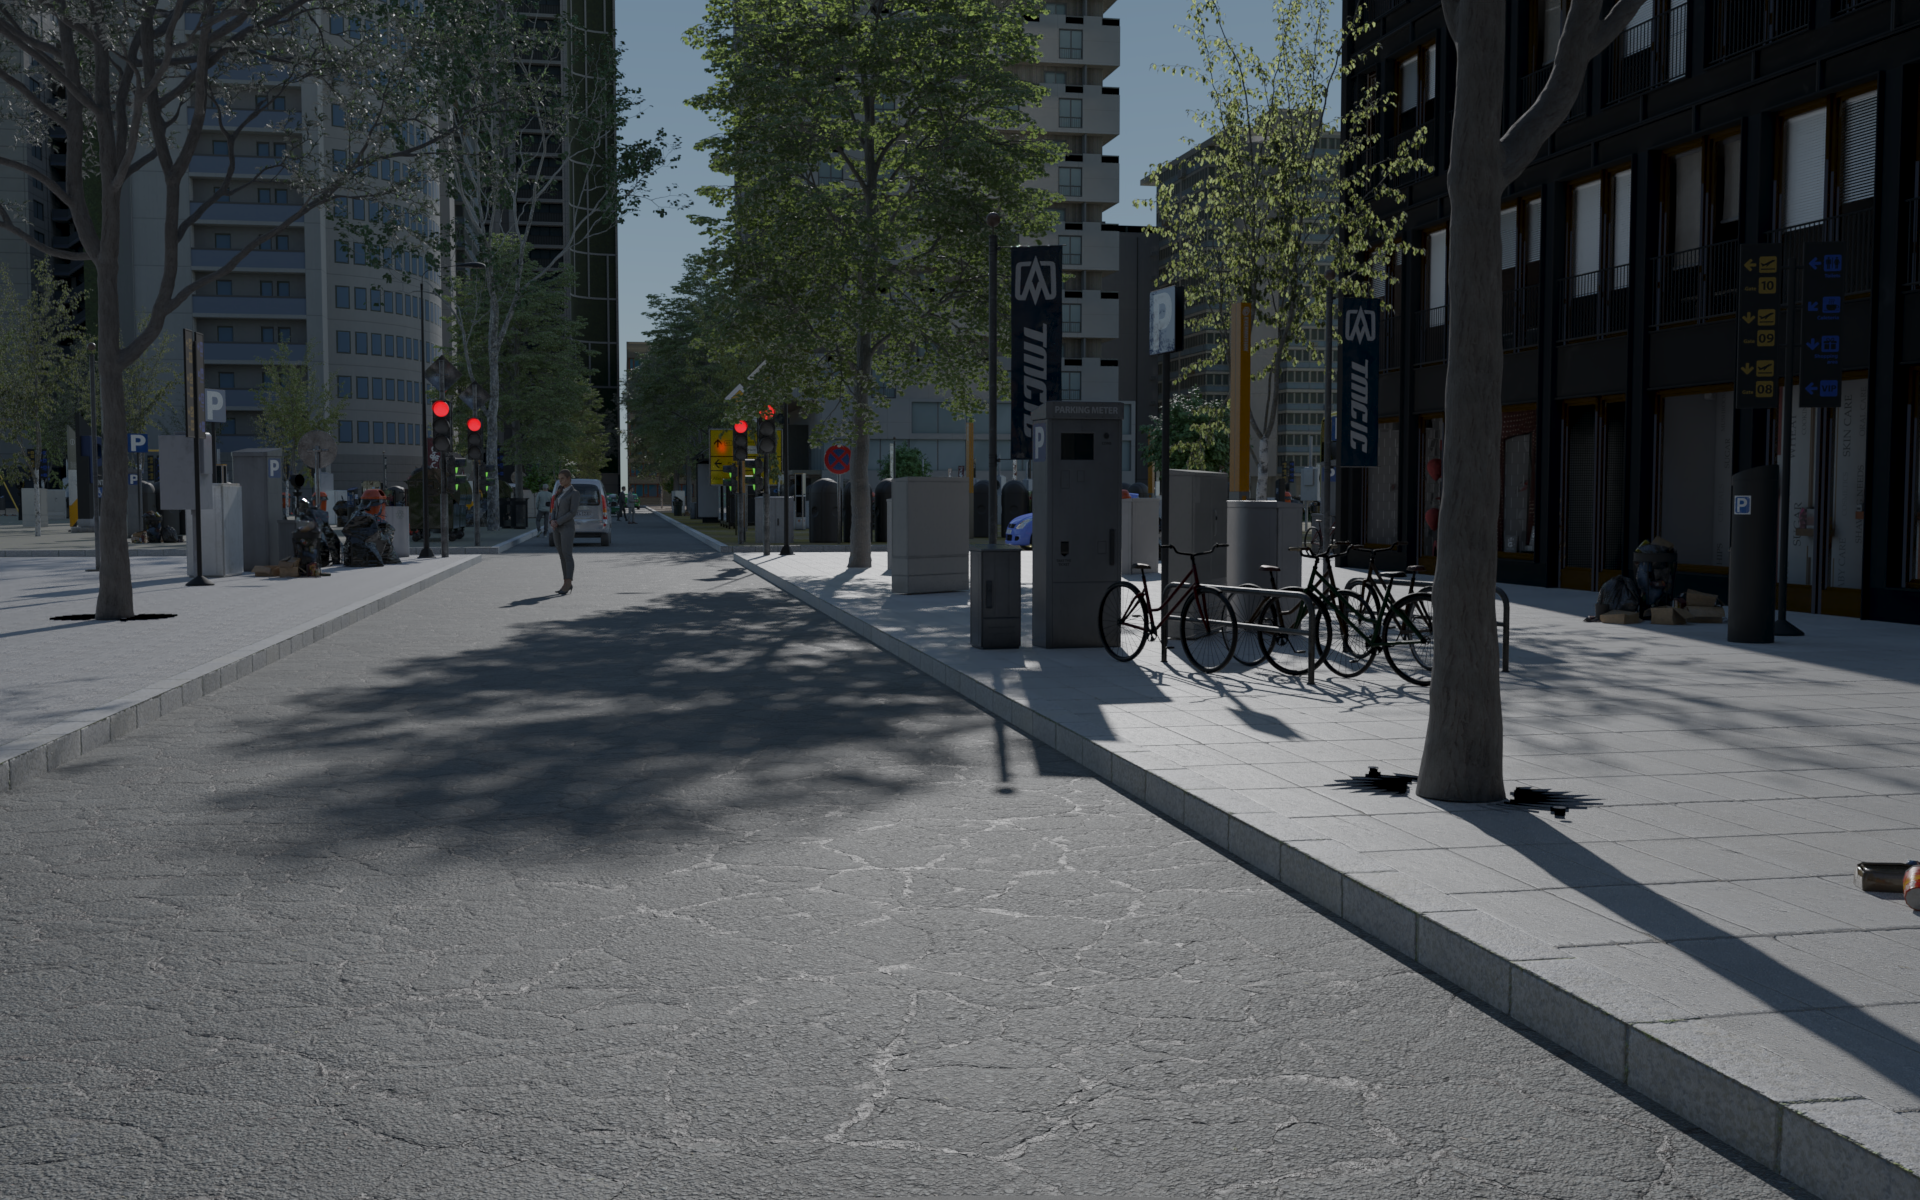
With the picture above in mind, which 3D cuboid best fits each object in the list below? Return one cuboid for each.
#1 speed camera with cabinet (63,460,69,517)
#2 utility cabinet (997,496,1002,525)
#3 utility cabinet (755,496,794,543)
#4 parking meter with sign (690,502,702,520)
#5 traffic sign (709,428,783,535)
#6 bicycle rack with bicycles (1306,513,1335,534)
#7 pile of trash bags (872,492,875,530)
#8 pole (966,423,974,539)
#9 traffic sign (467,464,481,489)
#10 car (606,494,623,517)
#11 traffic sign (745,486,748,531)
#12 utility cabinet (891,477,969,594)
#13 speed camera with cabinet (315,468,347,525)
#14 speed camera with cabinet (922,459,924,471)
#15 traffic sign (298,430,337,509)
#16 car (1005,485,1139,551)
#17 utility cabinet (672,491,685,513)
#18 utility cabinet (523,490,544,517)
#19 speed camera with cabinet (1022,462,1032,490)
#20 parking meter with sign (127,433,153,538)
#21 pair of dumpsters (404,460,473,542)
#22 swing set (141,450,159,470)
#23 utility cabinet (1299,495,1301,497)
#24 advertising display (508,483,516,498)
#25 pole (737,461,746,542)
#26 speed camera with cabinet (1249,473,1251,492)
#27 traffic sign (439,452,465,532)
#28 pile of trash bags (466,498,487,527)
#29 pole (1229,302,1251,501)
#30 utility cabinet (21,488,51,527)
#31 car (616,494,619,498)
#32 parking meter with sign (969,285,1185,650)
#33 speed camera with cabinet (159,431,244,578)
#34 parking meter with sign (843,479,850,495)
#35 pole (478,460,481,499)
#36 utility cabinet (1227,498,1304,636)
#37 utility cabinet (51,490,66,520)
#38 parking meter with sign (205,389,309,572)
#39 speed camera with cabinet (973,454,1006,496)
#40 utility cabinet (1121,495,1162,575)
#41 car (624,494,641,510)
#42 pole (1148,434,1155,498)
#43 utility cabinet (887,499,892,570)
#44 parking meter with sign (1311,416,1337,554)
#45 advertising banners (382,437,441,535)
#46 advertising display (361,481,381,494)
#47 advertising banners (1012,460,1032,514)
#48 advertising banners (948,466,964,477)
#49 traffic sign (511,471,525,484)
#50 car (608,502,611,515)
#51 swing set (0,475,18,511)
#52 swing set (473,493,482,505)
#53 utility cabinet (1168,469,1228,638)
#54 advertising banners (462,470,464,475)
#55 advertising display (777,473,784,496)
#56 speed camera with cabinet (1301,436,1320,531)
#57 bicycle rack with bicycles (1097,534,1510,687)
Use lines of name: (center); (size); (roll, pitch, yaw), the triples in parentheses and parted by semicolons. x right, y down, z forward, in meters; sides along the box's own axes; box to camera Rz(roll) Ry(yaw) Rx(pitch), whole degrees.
speed camera with cabinet: (-50.965, -6.363, 98.373); (0.660, 3.252, 2.038); (1, 4, 10)
utility cabinet: (1.910, -3.748, 72.440); (0.306, 1.237, 1.020); (-2, 4, -31)
utility cabinet: (-4.876, -2.098, 45.459); (1.020, 1.237, 0.306); (2, 4, 24)
parking meter with sign: (-12.901, -5.571, 87.353); (1.738, 3.016, 0.543); (2, 4, 35)
traffic sign: (-6.650, -3.669, 53.866); (2.265, 3.308, 0.079); (-1, 4, -9)
bicycle rack with bicycles: (8.425, -1.265, 34.068); (2.852, 0.926, 2.925); (-1, 4, -14)
pile of trash bags: (-2.539, -3.243, 62.778); (1.912, 1.369, 3.447); (-3, 4, -37)
pole: (0.280, -3.402, 49.458); (0.158, 3.312, 0.155); (0, 3, 0)
traffic sign: (-19.709, -4.333, 70.852); (0.884, 2.594, 0.081); (0, 4, -8)
car: (-22.263, -5.961, 109.267); (2.131, 1.459, 4.920); (-1, 4, -13)
traffic sign: (-7.365, -3.652, 59.708); (0.884, 2.594, 0.081); (0, 4, -4)
utility cabinet: (-0.386, -0.842, 22.451); (0.318, 1.500, 1.173); (3, 5, 42)
speed camera with cabinet: (-26.567, -4.822, 73.169); (0.660, 3.252, 2.038); (-3, 5, -43)
speed camera with cabinet: (-2.796, -6.354, 98.228); (2.038, 3.252, 0.660); (2, 4, 26)
traffic sign: (-12.775, -2.101, 34.460); (0.768, 2.556, 0.104); (0, 4, -6)
car: (2.981, -2.058, 43.238); (3.694, 1.707, 1.945); (-1, 4, -11)
utility cabinet: (-18.852, -6.554, 115.830); (0.318, 1.500, 1.173); (1, 4, 23)
utility cabinet: (-23.230, -5.248, 94.477); (1.173, 1.500, 0.318); (-1, 4, -10)
speed camera with cabinet: (4.619, -6.806, 105.610); (0.660, 3.252, 2.038); (-2, 4, -34)
parking meter with sign: (-24.170, -3.324, 50.609); (0.543, 3.016, 1.738); (-3, 4, -36)
pair of dumpsters: (-14.621, -2.817, 48.548); (1.574, 2.255, 4.437); (-1, 4, -11)
swing set: (-28.657, -3.886, 61.163); (3.119, 2.851, 2.862); (-1, 4, -21)
utility cabinet: (20.465, -5.668, 103.833); (0.306, 1.237, 1.020); (1, 4, 12)
advertising display: (-25.716, -5.795, 99.965); (0.974, 1.923, 0.123); (-2, 4, -33)
pole: (-5.843, -3.207, 46.277); (0.158, 3.312, 0.155); (0, 3, 0)
speed camera with cabinet: (11.743, -4.737, 71.781); (0.660, 3.252, 2.038); (1, 4, 9)
traffic sign: (-15.365, -3.198, 52.396); (0.768, 2.556, 0.104); (0, 4, -5)
pile of trash bags: (-19.984, -3.591, 68.472); (3.447, 1.369, 1.912); (1, 4, 21)
pole: (3.000, -1.513, 18.574); (0.158, 3.312, 0.155); (0, 3, 0)
utility cabinet: (-35.476, -3.532, 66.432); (1.173, 1.500, 0.318); (2, 4, 30)
car: (-35.390, -10.030, 175.789); (2.131, 1.459, 4.920); (-1, 4, -10)
parking meter with sign: (0.963, -1.118, 14.543); (1.738, 3.016, 0.543); (-1, 4, -17)
speed camera with cabinet: (-11.571, -1.962, 26.413); (0.660, 3.252, 2.038); (0, 4, -5)
parking meter with sign: (-5.563, -5.530, 86.676); (0.543, 3.016, 1.738); (-1, 4, -16)
pole: (-26.388, -6.183, 94.929); (0.158, 3.312, 0.155); (0, 3, 0)
utility cabinet: (2.791, -0.303, 16.120); (0.306, 1.237, 1.020); (-1, 4, -23)
utility cabinet: (-44.621, -4.680, 85.198); (0.318, 1.500, 1.173); (2, 4, 30)
parking meter with sign: (-11.629, -1.981, 28.651); (1.738, 3.016, 0.543); (1, 4, 15)
speed camera with cabinet: (1.252, -5.613, 86.104); (2.038, 3.252, 0.660); (2, 4, 28)
utility cabinet: (2.870, -1.030, 27.999); (0.306, 1.237, 1.020); (2, 4, 31)
car: (-30.269, -9.174, 158.791); (1.959, 1.807, 4.718); (-1, 4, -11)
pole: (5.965, -3.681, 54.033); (0.158, 3.312, 0.155); (0, 3, 0)
utility cabinet: (-0.778, -1.132, 29.667); (1.020, 1.237, 0.306); (-3, 5, -41)
parking meter with sign: (8.180, -2.554, 38.016); (0.543, 3.016, 1.738); (2, 4, 28)
advertising banners: (-16.978, -3.511, 53.601); (2.074, 3.025, 0.090); (0, 4, 2)
advertising display: (-28.452, -4.802, 83.734); (0.123, 1.923, 0.974); (3, 5, 40)
advertising banners: (2.194, -3.961, 60.952); (0.090, 3.025, 2.074); (2, 4, 24)
advertising banners: (-0.496, -6.797, 107.314); (2.074, 3.025, 0.090); (3, 5, 42)
traffic sign: (-23.918, -5.730, 93.784); (0.768, 2.556, 0.104); (0, 4, -5)
car: (-18.176, -4.502, 85.606); (2.014, 1.417, 4.499); (-1, 4, -13)
swing set: (-49.631, -5.498, 87.508); (2.862, 2.851, 3.119); (0, 4, -1)
swing set: (-29.656, -6.950, 111.255); (3.119, 2.851, 2.862); (0, 4, 0)
utility cabinet: (2.147, -0.428, 15.683); (0.318, 1.500, 1.173); (1, 4, 23)
advertising banners: (-32.782, -7.123, 112.652); (2.074, 3.025, 0.090); (3, 5, 42)
advertising display: (-5.451, -2.937, 53.230); (0.123, 1.923, 0.974); (-1, 4, -18)
speed camera with cabinet: (12.633, -3.955, 58.998); (2.038, 3.252, 0.660); (3, 5, 43)
bicycle rack with bicycles: (2.701, 0.046, 12.631); (2.852, 0.926, 2.925); (-2, 4, -26)
